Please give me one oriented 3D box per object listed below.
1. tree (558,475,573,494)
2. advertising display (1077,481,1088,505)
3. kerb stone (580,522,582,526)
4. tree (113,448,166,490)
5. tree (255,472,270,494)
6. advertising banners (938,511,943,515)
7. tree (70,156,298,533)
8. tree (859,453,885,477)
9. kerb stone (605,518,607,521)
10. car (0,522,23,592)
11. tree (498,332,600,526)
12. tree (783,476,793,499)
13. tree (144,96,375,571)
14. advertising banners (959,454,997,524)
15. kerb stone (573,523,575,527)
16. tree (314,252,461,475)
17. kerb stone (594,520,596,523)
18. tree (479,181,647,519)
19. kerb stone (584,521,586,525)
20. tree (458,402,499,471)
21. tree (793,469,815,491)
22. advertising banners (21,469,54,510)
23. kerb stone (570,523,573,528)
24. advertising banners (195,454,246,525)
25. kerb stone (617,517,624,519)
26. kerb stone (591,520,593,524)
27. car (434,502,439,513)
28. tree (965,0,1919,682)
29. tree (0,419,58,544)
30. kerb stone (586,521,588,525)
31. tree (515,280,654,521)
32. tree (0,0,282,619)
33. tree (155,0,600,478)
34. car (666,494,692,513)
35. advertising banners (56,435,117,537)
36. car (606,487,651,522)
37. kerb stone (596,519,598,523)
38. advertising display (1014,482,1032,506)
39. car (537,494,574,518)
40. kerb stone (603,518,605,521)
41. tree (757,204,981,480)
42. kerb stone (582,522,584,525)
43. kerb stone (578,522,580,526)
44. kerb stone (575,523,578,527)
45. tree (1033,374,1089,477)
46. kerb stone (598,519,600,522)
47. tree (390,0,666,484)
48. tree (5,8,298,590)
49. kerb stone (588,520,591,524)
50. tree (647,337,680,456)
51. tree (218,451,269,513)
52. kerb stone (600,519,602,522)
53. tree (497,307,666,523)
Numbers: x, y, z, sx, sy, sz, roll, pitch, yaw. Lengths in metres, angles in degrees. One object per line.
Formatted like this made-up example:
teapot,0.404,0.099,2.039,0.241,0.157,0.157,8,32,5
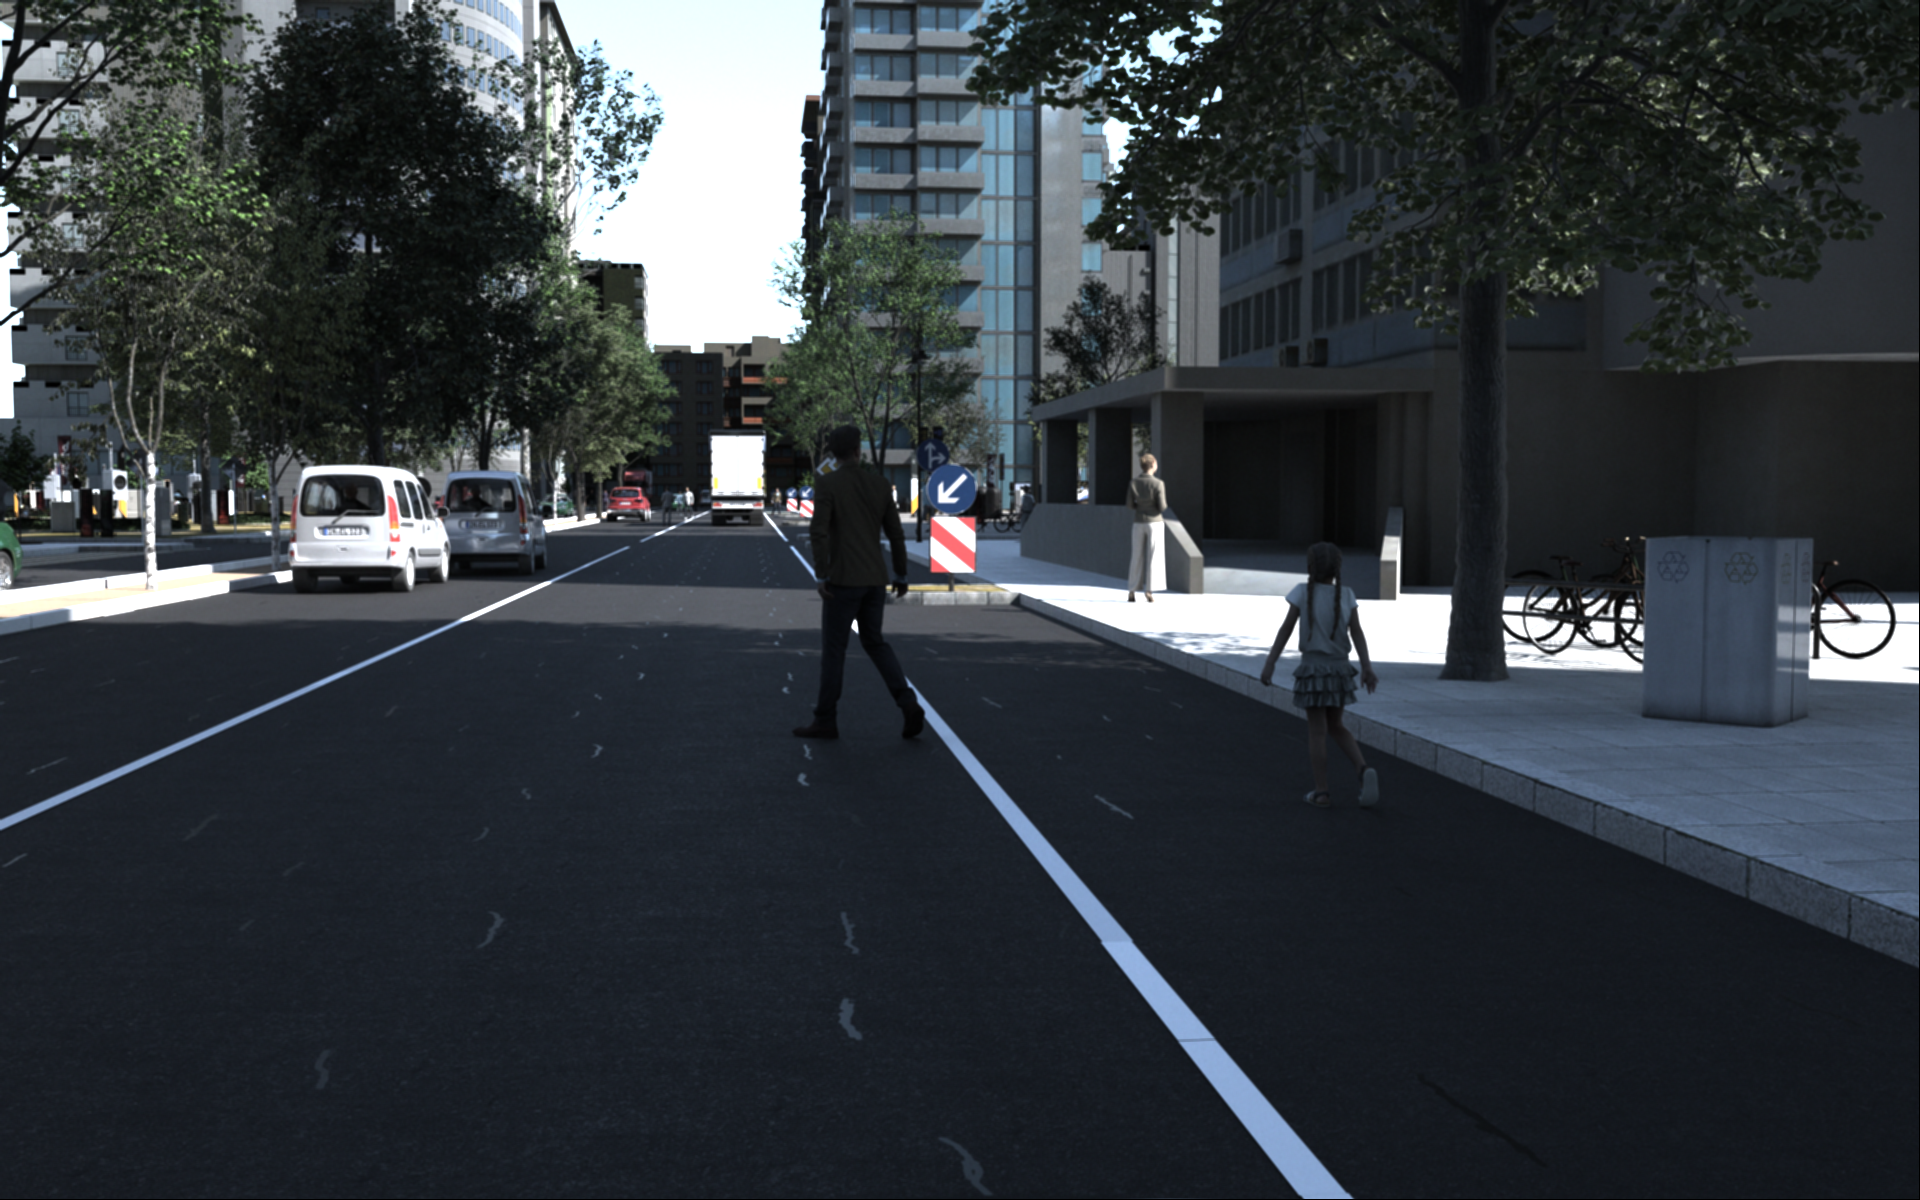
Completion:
tree,-39.047,-10.861,172.175,1.663,3.219,1.824,0,3,0
advertising display,5.869,-4.855,84.595,0.974,1.923,0.123,-1,4,-11
kerb stone,-17.098,-3.374,77.352,0.120,0.150,1.000,0,4,-7
tree,-57.340,-8.410,121.225,4.285,4.588,4.351,0,3,0
tree,-45.971,-7.313,114.168,1.663,3.219,1.824,0,3,0
advertising banners,-1.268,-6.892,108.874,0.090,3.025,2.074,-1,4,-10
tree,-24.838,-8.478,56.750,7.486,12.596,7.792,0,3,0
tree,-4.201,-4.863,74.111,1.663,3.219,1.824,0,3,0
kerb stone,-18.720,-4.182,90.578,0.120,0.150,1.000,0,4,-7
car,-13.923,-0.647,22.377,2.131,1.459,4.920,0,4,-5
tree,-18.206,-7.635,77.646,4.360,8.622,3.978,0,3,0
tree,-17.815,-11.625,184.675,1.663,3.219,1.824,0,3,0
tree,-12.669,-4.830,31.785,4.737,8.622,4.395,0,3,0
advertising banners,0.748,-4.786,74.445,2.074,3.025,0.090,-3,4,-36
kerb stone,-16.726,-3.180,74.300,0.120,0.150,1.000,0,4,-7
tree,-29.507,-11.114,88.362,9.857,13.997,8.962,0,3,0
kerb stone,-17.974,-3.809,84.473,0.120,0.150,1.000,0,4,-7
tree,-15.551,-7.855,56.634,9.928,11.665,9.643,0,3,0
kerb stone,-17.349,-3.497,79.381,0.120,0.150,1.000,0,4,-7
tree,-32.488,-10.215,117.373,4.360,8.622,3.978,0,3,0
tree,-11.639,-8.432,132.462,1.663,3.219,1.824,0,3,0
advertising banners,-50.745,-6.073,95.486,2.074,3.025,0.090,0,4,-8
kerb stone,-16.602,-3.124,73.278,0.120,0.150,1.000,0,4,-7
advertising banners,-30.690,-4.637,72.002,2.074,3.025,0.090,-1,4,-14
kerb stone,-20.332,-4.989,103.802,0.120,0.150,1.000,0,4,-7
kerb stone,-17.711,-3.684,82.431,0.120,0.150,1.000,0,4,-7
car,-21.864,-4.094,75.969,2.155,1.783,4.494,0,4,-7
tree,3.477,-5.748,12.111,7.486,12.596,7.792,0,3,0
tree,-24.014,-3.048,44.430,1.663,3.219,1.824,0,3,0
kerb stone,-17.472,-3.560,80.397,0.120,0.150,1.000,0,4,-7
tree,-20.043,-10.429,91.102,7.486,12.596,7.792,0,3,0
tree,-10.898,-5.513,18.351,9.928,11.665,9.643,0,3,0
tree,-13.185,-7.306,38.913,9.611,12.733,9.660,0,3,0
car,-22.009,-7.540,135.075,2.131,1.459,4.920,-1,4,-9
advertising banners,-25.994,-3.385,51.526,2.074,3.025,0.090,1,4,18
car,-17.324,-5.005,90.502,2.281,1.827,5.304,0,4,-7
kerb stone,-18.094,-3.871,85.488,0.120,0.150,1.000,0,4,-7
advertising display,3.482,-5.537,95.748,0.974,1.923,0.123,1,4,14
car,-24.712,-5.759,105.956,2.131,1.459,4.920,0,4,-7
kerb stone,-18.585,-4.118,89.560,0.120,0.150,1.000,0,4,-7
tree,-3.043,-8.430,63.593,9.928,11.665,9.643,0,3,0
kerb stone,-17.215,-3.436,78.368,0.120,0.150,1.000,0,4,-7
kerb stone,-16.968,-3.311,76.338,0.120,0.150,1.000,0,4,-7
kerb stone,-16.849,-3.248,75.323,0.120,0.150,1.000,0,4,-7
tree,7.386,-9.084,98.880,4.737,8.622,4.395,0,3,0
kerb stone,-18.218,-3.925,86.514,0.120,0.150,1.000,0,4,-7
tree,-18.189,-12.791,67.484,12.611,20.169,13.585,0,3,0
tree,-12.060,-4.458,25.709,4.360,8.622,3.978,0,3,0
kerb stone,-17.588,-3.622,81.416,0.120,0.150,1.000,0,4,-7
tree,-20.807,-10.505,99.969,9.928,11.665,9.643,0,3,0
tree,-45.611,-7.758,110.561,4.285,4.588,4.351,0,3,0
kerb stone,-18.336,-3.992,87.529,0.120,0.150,1.000,0,4,-7
tree,-18.375,-8.979,83.680,8.767,10.594,7.601,0,4,-7
